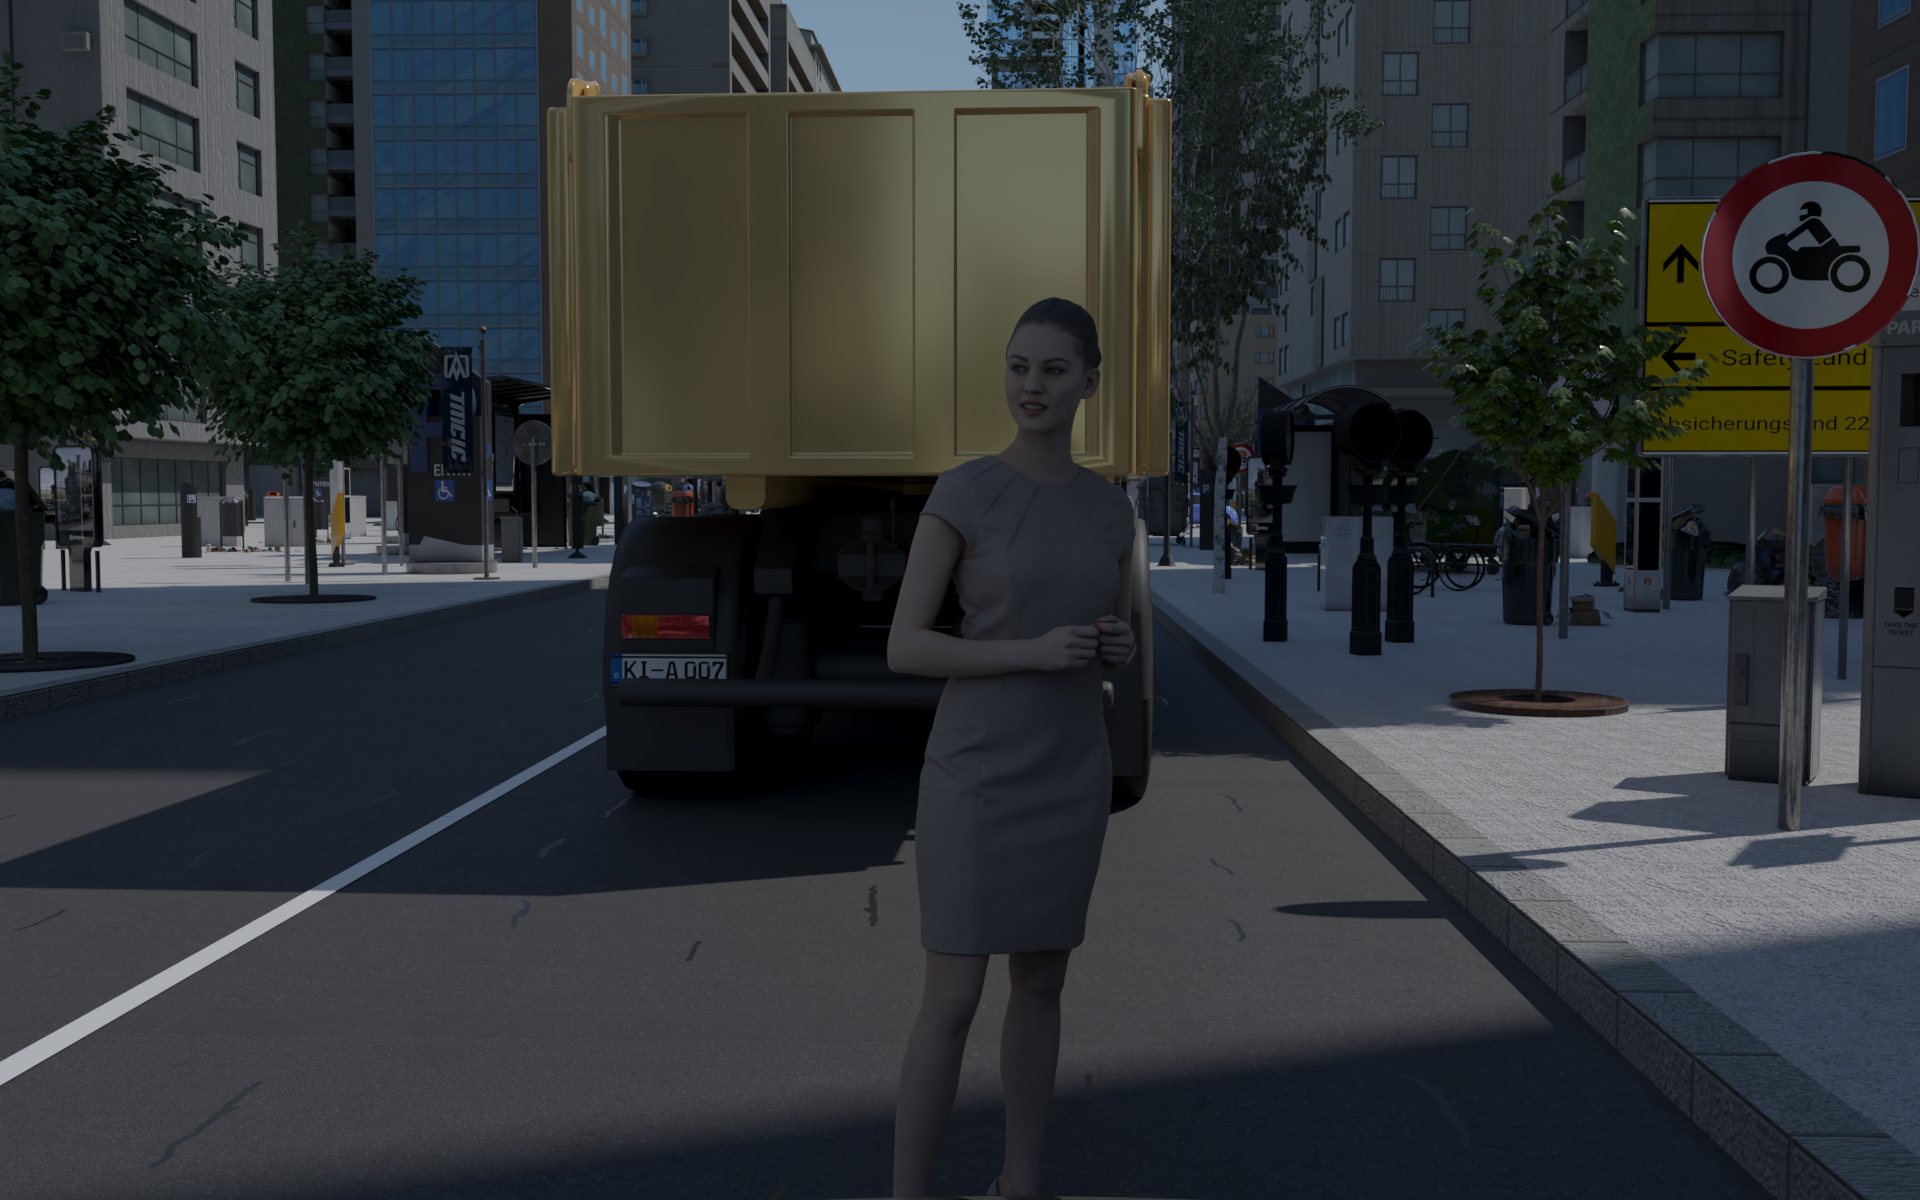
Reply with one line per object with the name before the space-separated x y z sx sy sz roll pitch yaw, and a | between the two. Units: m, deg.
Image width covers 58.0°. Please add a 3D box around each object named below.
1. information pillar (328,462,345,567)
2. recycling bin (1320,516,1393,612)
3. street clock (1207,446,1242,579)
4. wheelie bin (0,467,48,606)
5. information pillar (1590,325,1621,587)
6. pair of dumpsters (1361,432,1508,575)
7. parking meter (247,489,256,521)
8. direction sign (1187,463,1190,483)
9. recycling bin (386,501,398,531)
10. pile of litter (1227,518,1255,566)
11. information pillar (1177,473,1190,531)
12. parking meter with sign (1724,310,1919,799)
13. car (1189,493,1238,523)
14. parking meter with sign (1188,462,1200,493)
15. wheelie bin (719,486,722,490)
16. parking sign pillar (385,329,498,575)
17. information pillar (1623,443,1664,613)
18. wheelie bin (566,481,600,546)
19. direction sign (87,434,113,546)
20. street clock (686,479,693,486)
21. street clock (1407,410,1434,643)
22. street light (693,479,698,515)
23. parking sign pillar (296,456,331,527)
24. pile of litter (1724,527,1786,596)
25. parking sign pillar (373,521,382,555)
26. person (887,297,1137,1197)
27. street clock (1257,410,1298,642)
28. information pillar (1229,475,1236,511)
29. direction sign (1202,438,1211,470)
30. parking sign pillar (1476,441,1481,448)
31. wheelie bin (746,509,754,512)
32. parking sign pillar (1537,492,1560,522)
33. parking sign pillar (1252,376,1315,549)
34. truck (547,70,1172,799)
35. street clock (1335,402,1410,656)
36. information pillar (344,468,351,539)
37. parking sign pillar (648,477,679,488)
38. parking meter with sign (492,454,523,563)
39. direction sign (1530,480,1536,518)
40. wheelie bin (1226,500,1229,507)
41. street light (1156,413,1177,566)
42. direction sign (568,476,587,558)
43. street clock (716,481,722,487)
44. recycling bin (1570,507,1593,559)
information pillar | -10.954 -2.387 30.388 0.183 3.616 0.504 -3 4 -37
recycling bin | 4.401 -0.409 19.249 0.722 1.027 0.722 0 4 7
street clock | 3.988 -1.321 26.172 0.471 2.002 0.358 -1 4 -17
wheelie bin | -11.002 -0.742 20.038 0.980 1.594 0.693 3 5 40
information pillar | 8.930 -1.993 23.948 0.504 3.616 0.183 -2 4 -35
pair of dumpsters | 8.007 -1.651 29.480 1.574 2.255 4.437 0 4 2
parking meter | -34.184 -4.597 83.569 0.372 1.533 0.369 0 3 0
direction sign | 17.068 -8.262 127.088 0.876 3.537 0.379 1 4 20
recycling bin | -19.750 -2.958 60.913 0.722 1.027 0.722 0 4 8
pile of litter | 5.193 -1.077 31.582 1.176 0.858 1.719 2 4 23
information pillar | 7.858 -3.455 60.977 0.304 2.012 0.304 -3 4 -37
parking meter with sign | 4.229 -0.677 7.327 1.738 3.016 0.543 2 4 33
car | 10.125 -3.984 74.723 3.694 1.707 1.945 0 4 0
parking meter with sign | 13.334 -6.017 94.636 1.738 3.016 0.543 3 5 39
wheelie bin | -9.704 -3.818 70.329 0.693 1.594 0.980 -1 4 -14
parking sign pillar | -8.297 -2.428 28.163 1.447 3.967 1.447 1 4 12
information pillar | 7.431 -0.876 18.815 0.304 2.012 0.304 0 3 0
wheelie bin | -9.370 -2.145 42.983 0.980 1.594 0.693 2 4 29
direction sign | -21.411 -3.128 43.147 0.379 3.537 0.876 1 4 15
street clock | -10.324 -3.822 67.053 0.471 2.002 0.358 2 4 25
street clock | 3.812 -0.636 14.964 0.471 2.002 0.358 -1 4 -14
street light | -5.526 -4.101 39.600 1.470 5.913 1.316 0 4 2
parking sign pillar | -25.199 -4.843 67.660 1.447 3.967 1.447 -2 4 -33
pile of litter | 10.505 -0.488 21.945 1.719 0.858 1.176 0 4 4
parking sign pillar | -11.714 -2.959 36.849 1.447 3.967 1.447 -2 4 -24
person | 0.108 0.351 3.098 0.599 1.781 0.374 -2 4 -27
street clock | 2.753 -0.642 15.059 0.358 2.002 0.471 1 4 20
information pillar | 14.186 -6.041 90.130 0.183 3.616 0.504 -2 4 -29
direction sign | 9.957 -4.770 69.979 0.379 3.537 0.876 -1 4 -13
parking sign pillar | 25.211 -5.964 85.976 1.447 3.967 1.447 1 4 23
wheelie bin | -15.095 -7.159 124.951 0.693 1.594 0.980 2 4 34
parking sign pillar | 23.112 -4.818 67.242 1.447 3.967 1.447 0 4 -1
parking sign pillar | 7.382 -3.115 39.400 1.447 3.967 1.447 2 4 25
truck | -0.110 -0.972 11.823 3.469 3.379 9.791 0 4 4
street clock | 3.239 -0.563 13.776 0.471 2.002 0.358 -1 4 -16
information pillar | -17.484 -2.726 49.068 0.304 2.012 0.304 1 4 18
parking sign pillar | -11.191 -4.703 65.367 1.447 3.967 1.447 3 4 37
parking meter with sign | -9.103 -2.213 32.442 1.738 3.016 0.543 0 4 -5
direction sign | 6.762 -1.738 20.409 0.379 3.537 0.876 0 4 -4
wheelie bin | 12.423 -4.549 82.290 0.980 1.594 0.693 -3 4 -38
street light | 3.140 -3.558 30.716 1.470 5.913 1.316 0 4 2
direction sign | -7.656 -2.603 34.551 0.876 3.537 0.379 -2 4 -32
street clock | -12.375 -5.165 89.016 0.358 2.002 0.471 -1 4 -21
recycling bin | 12.582 -1.359 34.771 0.722 1.027 0.722 -1 4 -14
